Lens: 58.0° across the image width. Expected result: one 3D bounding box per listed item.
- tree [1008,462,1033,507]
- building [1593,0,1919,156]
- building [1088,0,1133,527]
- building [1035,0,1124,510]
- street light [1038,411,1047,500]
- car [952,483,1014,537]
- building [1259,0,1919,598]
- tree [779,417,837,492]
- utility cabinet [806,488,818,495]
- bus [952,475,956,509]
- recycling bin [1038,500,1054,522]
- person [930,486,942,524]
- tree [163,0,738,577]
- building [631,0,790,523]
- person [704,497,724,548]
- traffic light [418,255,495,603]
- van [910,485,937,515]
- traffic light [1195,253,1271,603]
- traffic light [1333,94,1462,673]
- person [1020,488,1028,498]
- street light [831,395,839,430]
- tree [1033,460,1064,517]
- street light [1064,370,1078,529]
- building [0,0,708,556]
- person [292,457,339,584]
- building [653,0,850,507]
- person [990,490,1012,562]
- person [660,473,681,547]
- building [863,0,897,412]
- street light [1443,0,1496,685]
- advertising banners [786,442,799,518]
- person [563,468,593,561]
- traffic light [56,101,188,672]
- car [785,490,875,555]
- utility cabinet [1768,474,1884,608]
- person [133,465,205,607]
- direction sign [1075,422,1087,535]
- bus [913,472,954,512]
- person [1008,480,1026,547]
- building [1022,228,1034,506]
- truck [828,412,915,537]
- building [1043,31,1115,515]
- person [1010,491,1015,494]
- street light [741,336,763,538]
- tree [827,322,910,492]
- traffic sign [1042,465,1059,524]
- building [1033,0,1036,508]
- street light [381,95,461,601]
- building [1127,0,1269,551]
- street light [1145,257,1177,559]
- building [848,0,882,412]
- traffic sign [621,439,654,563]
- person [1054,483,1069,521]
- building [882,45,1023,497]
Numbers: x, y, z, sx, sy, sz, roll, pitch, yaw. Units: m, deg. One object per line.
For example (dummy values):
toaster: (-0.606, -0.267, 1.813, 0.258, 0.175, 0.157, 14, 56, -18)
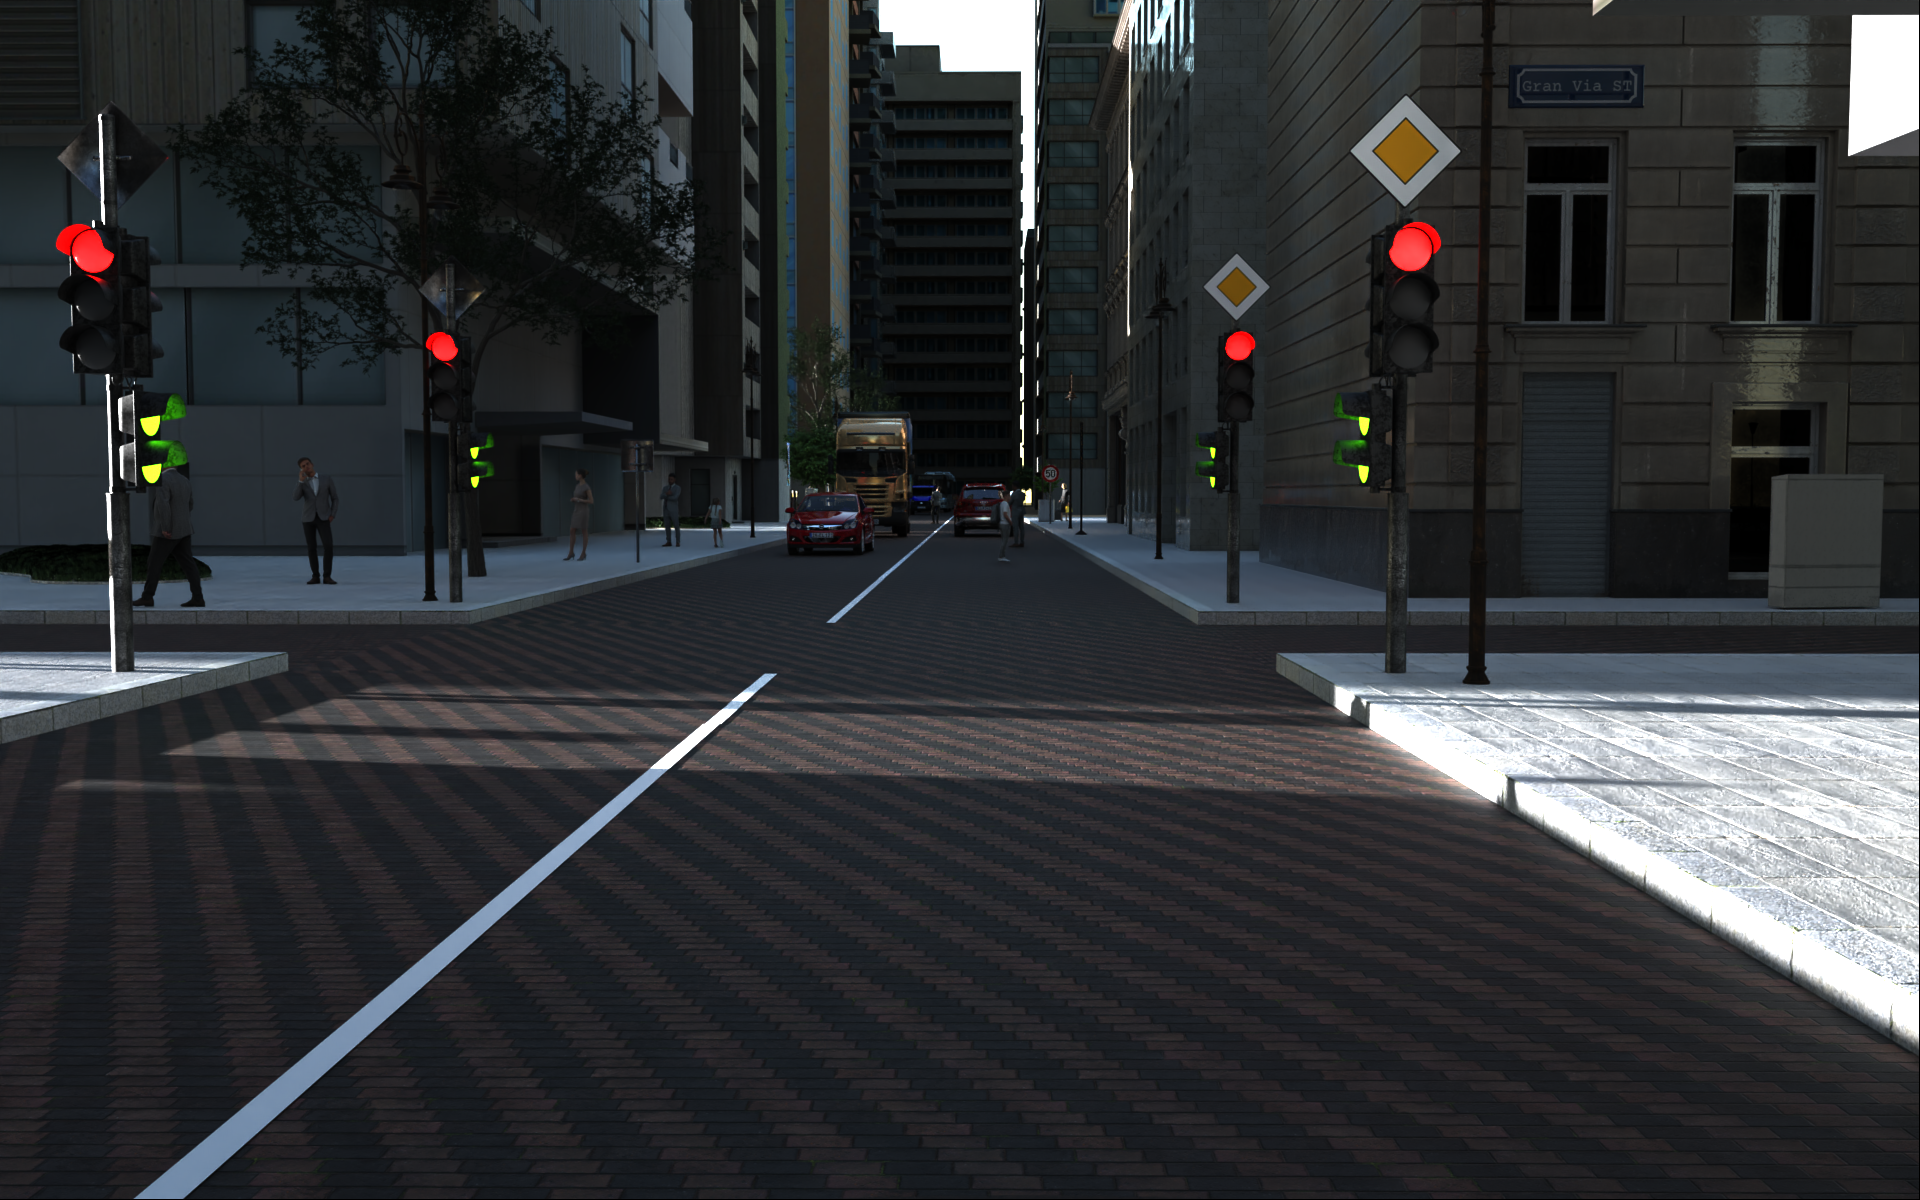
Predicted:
tree: (6.557, -11.573, 172.932, 4.285, 4.588, 4.351, 0, 3, 0)
building: (8.291, -19.365, 0.220, 14.154, 41.232, 14.086, 0, 4, 1)
building: (10.931, -13.729, 75.379, 10.553, 20.767, 40.483, 0, 4, 1)
building: (16.641, -30.928, 129.379, 21.300, 48.544, 21.600, 0, 4, 1)
street light: (4.517, -7.452, 94.629, 0.468, 5.910, 1.993, 0, 4, 1)
car: (0.840, -3.132, 59.881, 2.281, 1.827, 5.304, 0, 4, 1)
building: (17.711, -13.991, 26.022, 25.104, 27.353, 12.463, 0, 4, 1)
tree: (-6.088, -5.536, 74.235, 4.285, 4.588, 4.351, 0, 3, 0)
utility cabinet: (-5.411, -3.347, 63.406, 0.318, 1.500, 1.173, 0, 4, 2)
bus: (-1.932, -10.089, 159.819, 2.948, 3.499, 13.247, 0, 4, 3)
recycling bin: (3.979, -4.126, 80.011, 0.722, 1.027, 0.722, 0, 4, 1)
person: (-1.160, -4.604, 83.963, 0.592, 1.802, 0.473, 0, 4, 1)
tree: (-7.653, -5.661, 26.965, 8.767, 10.594, 7.601, -2, 4, -27)
building: (-15.274, -18.605, 75.888, 14.160, 30.474, 14.107, 0, 4, 1)
person: (-5.893, -1.862, 41.501, 0.505, 1.210, 0.382, 0, 4, 7)
traffic light: (-5.957, -1.926, 20.415, 0.839, 4.253, 0.868, 0, 4, 1)
van: (-2.557, -7.075, 120.057, 2.240, 2.365, 5.245, 0, 4, 1)
traffic light: (3.203, -1.921, 20.329, 0.839, 4.253, 0.868, 0, 4, 1)
traffic light: (3.115, -1.433, 12.345, 0.839, 4.253, 0.868, 0, 4, 1)
person: (5.613, -9.395, 159.644, 1.348, 1.826, 0.705, 1, 4, 12)
street light: (-5.779, -6.637, 81.297, 0.468, 5.910, 1.993, 0, 4, 1)
tree: (4.866, -6.345, 98.335, 1.663, 3.219, 1.824, 0, 3, 0)
street light: (4.108, -5.599, 64.324, 0.468, 5.910, 1.993, 0, 4, 1)
building: (-22.426, -27.969, 46.538, 28.713, 52.752, 27.495, 0, 4, 1)
person: (-9.159, -1.128, 24.664, 0.592, 1.802, 0.473, 0, 4, 1)
building: (-14.012, -27.676, 102.607, 14.600, 45.320, 14.200, 0, 4, 1)
person: (0.936, -1.571, 36.783, 0.503, 1.515, 0.523, 3, 5, 44)
person: (-7.079, -2.206, 42.297, 0.511, 1.800, 0.466, 0, 4, 8)
building: (-21.260, -32.925, 157.939, 30.456, 49.044, 23.786, 0, 4, 1)
street light: (3.499, -2.371, 11.558, 0.468, 5.910, 1.993, 0, 4, 1)
advertising banners: (-5.784, -3.887, 59.734, 0.090, 3.025, 2.074, 0, 4, 5)
person: (-7.362, -1.653, 33.403, 0.599, 1.781, 0.374, 3, 5, 41)
traffic light: (-6.046, -1.438, 12.430, 0.839, 4.253, 0.868, 0, 4, 1)
car: (-3.111, -2.024, 42.125, 2.155, 1.783, 4.494, 0, 4, 2)
utility cabinet: (9.680, -0.655, 19.385, 1.173, 1.500, 0.318, -1, 4, -9)
person: (-9.003, -0.806, 19.611, 0.834, 1.777, 0.661, 0, 4, -3)
direction sign: (3.831, -3.830, 54.620, 0.379, 3.537, 0.876, 0, 4, 8)
bus: (-2.053, -8.814, 138.968, 2.948, 3.499, 13.247, 0, 4, 2)
person: (1.511, -2.338, 46.901, 0.466, 1.800, 0.511, 2, 4, 33)
building: (13.907, -25.402, 187.032, 14.107, 30.474, 14.160, 0, 4, 1)
truck: (-2.973, -4.427, 61.300, 2.839, 4.237, 11.283, 0, 4, -1)
building: (12.395, -20.823, 112.156, 14.160, 30.474, 14.107, 0, 4, 1)
person: (2.688, -4.815, 87.484, 0.793, 1.790, 0.793, -1, 4, -10)
street light: (-6.121, -4.782, 50.971, 0.468, 5.910, 1.993, 0, 4, 1)
tree: (-6.728, -9.476, 89.347, 8.767, 10.594, 7.601, -1, 4, -19)
traffic sign: (3.923, -4.587, 75.103, 0.768, 2.556, 0.104, 0, 4, 5)
building: (17.125, -37.474, 154.692, 21.231, 58.520, 28.212, 0, 4, 1)
street light: (-6.375, -2.928, 20.663, 0.468, 5.910, 1.993, 0, 4, 1)
building: (10.469, -11.745, 46.779, 10.420, 20.320, 16.860, 0, 4, 1)
street light: (3.925, -3.745, 34.016, 0.468, 5.910, 1.993, 0, 4, 1)
building: (-17.099, -28.753, 124.728, 22.147, 44.769, 28.867, 0, 4, 1)
traffic sign: (-6.026, -1.849, 32.360, 0.606, 2.300, 0.079, 0, 4, 1)
person: (4.894, -4.639, 82.107, 0.699, 1.804, 1.509, 0, 4, -6)
building: (-4.026, -34.719, 191.362, 21.600, 48.544, 21.300, 0, 4, 1)
